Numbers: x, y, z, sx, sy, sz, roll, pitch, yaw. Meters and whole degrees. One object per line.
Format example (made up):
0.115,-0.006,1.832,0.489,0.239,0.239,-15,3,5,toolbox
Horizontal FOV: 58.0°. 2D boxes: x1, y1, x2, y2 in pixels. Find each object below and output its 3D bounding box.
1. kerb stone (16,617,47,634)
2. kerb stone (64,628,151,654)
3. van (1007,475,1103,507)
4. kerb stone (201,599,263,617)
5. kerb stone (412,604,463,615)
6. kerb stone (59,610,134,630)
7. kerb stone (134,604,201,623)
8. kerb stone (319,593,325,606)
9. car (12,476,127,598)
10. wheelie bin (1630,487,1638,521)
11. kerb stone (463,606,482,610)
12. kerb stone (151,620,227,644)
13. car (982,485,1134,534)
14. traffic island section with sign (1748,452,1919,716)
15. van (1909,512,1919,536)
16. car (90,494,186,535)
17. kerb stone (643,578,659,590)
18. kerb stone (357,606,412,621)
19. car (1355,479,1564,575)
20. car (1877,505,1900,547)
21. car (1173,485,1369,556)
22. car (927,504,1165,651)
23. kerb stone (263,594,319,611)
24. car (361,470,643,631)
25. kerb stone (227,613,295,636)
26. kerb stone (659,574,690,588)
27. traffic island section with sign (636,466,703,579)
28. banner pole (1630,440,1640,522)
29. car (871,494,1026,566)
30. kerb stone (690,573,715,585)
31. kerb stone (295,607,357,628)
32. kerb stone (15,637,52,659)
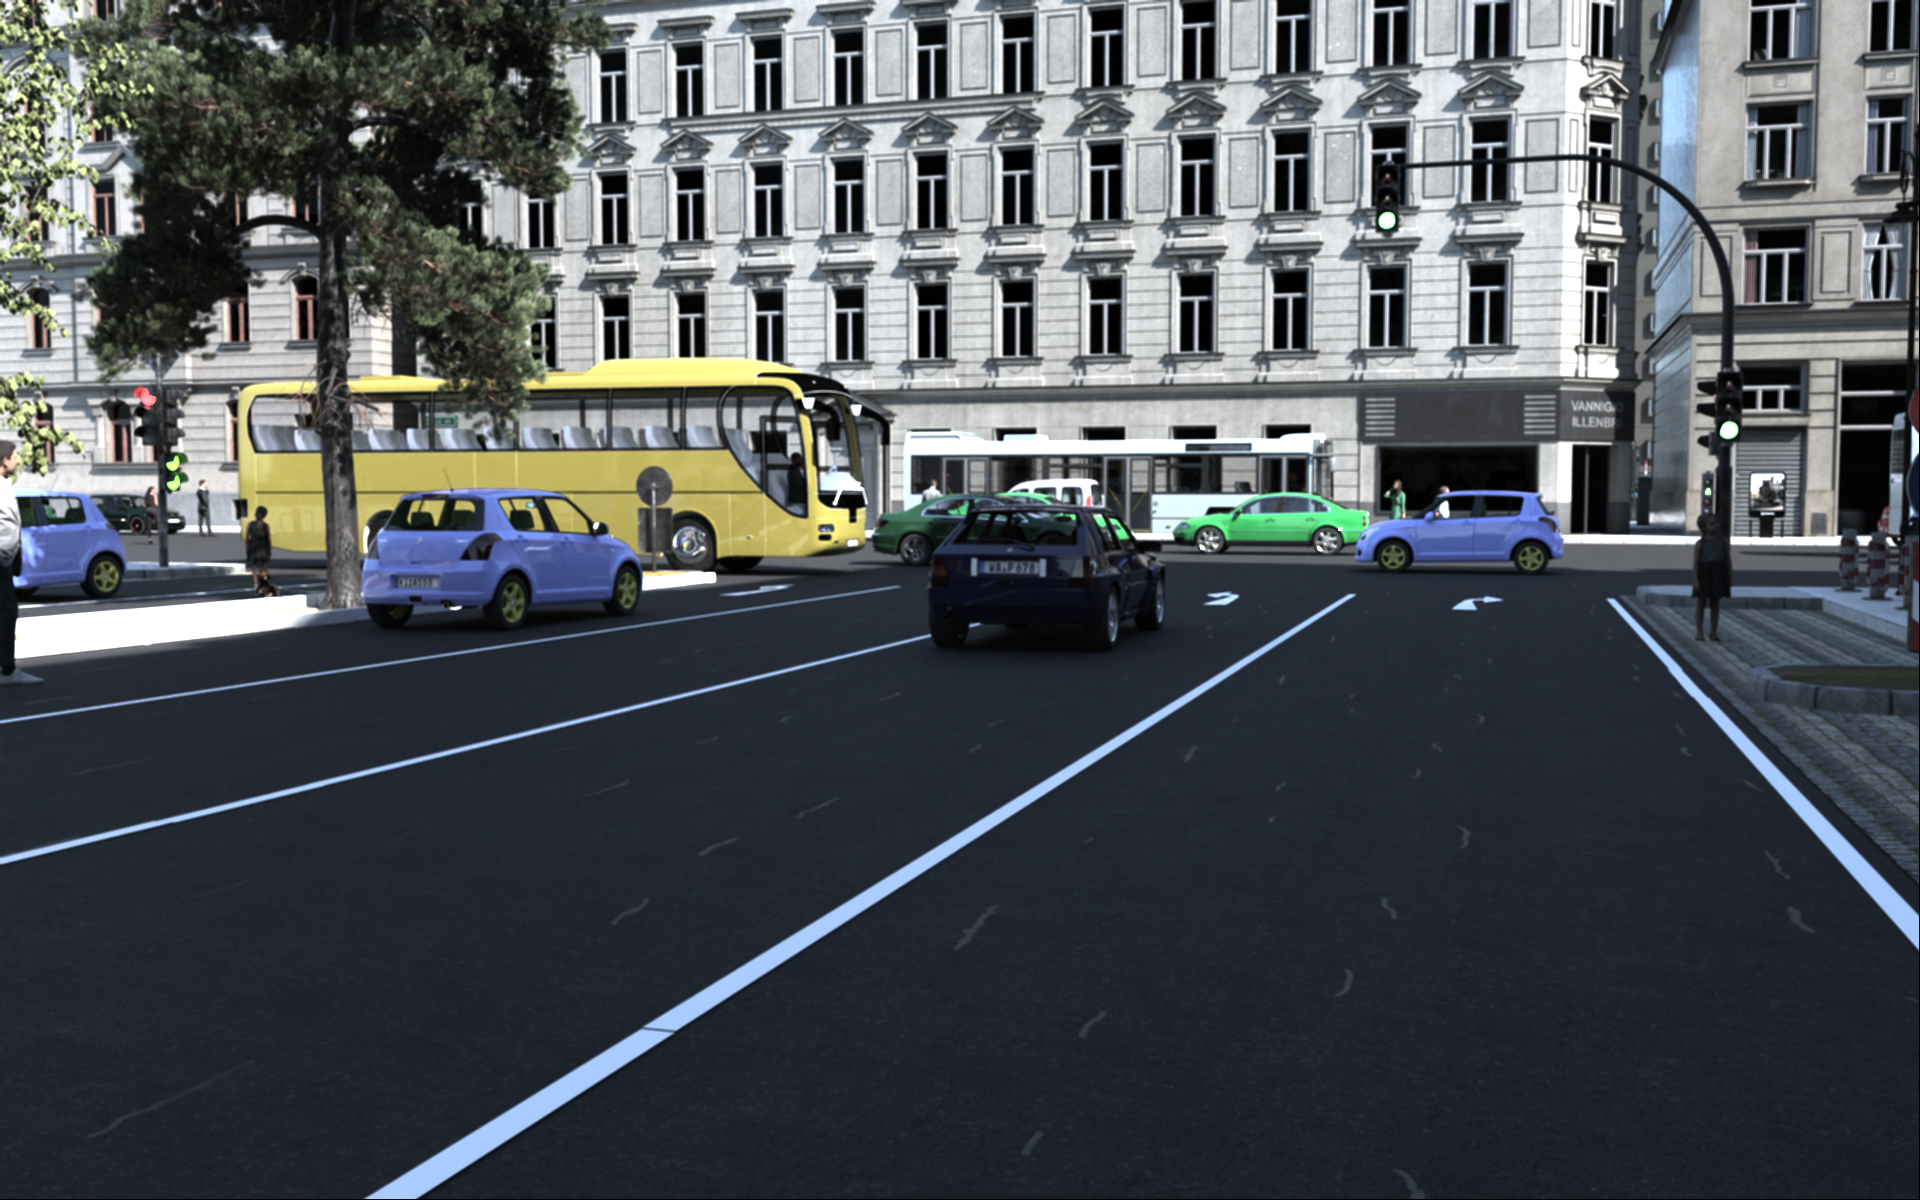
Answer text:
-9.646,0.279,17.630,0.120,0.150,1.000,1,4,18,kerb stone
-7.944,0.378,16.043,0.120,0.150,1.000,1,4,18,kerb stone
1.955,-2.545,48.621,4.112,2.044,2.013,1,4,18,van
-8.703,0.099,20.572,0.120,0.150,1.000,1,4,18,kerb stone
-6.384,0.082,20.939,0.120,0.150,1.000,1,4,18,kerb stone
-9.333,0.219,18.608,0.120,0.150,1.000,1,4,18,kerb stone
-9.019,0.161,19.587,0.120,0.150,1.000,1,4,18,kerb stone
-8.082,-0.020,22.529,0.120,0.150,1.000,1,4,18,kerb stone
-12.991,-0.818,22.969,1.945,1.707,3.694,1,4,19,car
31.959,-4.520,81.813,0.693,1.594,0.980,0,4,6,wheelie bin
-6.070,0.017,21.916,0.120,0.150,1.000,1,4,18,kerb stone
-7.634,0.321,17.026,0.120,0.150,1.000,1,4,18,kerb stone
1.720,-1.953,40.726,4.718,1.807,1.959,1,4,17,car
6.599,-0.203,11.949,1.989,1.847,2.006,1,4,18,traffic island section with sign
21.832,-1.843,34.511,5.245,2.365,2.240,1,4,17,van
-29.809,-3.192,61.968,4.222,1.686,2.009,1,4,18,car
-4.823,-0.223,25.836,0.120,0.150,1.000,1,4,18,kerb stone
-6.696,0.137,19.962,0.120,0.150,1.000,1,4,18,kerb stone
9.164,-1.362,31.854,3.694,1.707,1.945,1,4,18,car
26.538,-2.217,45.283,4.494,1.783,2.155,1,4,17,car
7.469,-1.996,41.427,4.718,1.807,1.959,1,4,16,car
0.968,-0.292,17.363,1.945,1.354,3.894,1,4,17,car
-8.394,0.039,21.551,0.120,0.150,1.000,1,4,18,kerb stone
-5.054,-0.615,19.642,1.945,1.707,3.694,1,4,19,car
-7.323,0.258,18.007,0.120,0.150,1.000,1,4,18,kerb stone
-4.509,-0.283,26.818,0.120,0.150,1.000,1,4,18,kerb stone
-5.220,-1.213,27.970,2.006,1.907,1.989,1,4,18,traffic island section with sign
31.332,-5.518,80.241,0.401,3.779,0.863,0,4,6,banner pole
0.667,-1.408,34.822,4.920,1.459,2.131,1,4,17,car
-4.202,-0.343,27.797,0.120,0.150,1.000,1,4,18,kerb stone
-7.004,0.201,18.983,0.120,0.150,1.000,1,4,18,kerb stone
-8.262,0.436,15.061,0.120,0.150,1.000,1,4,18,kerb stone
